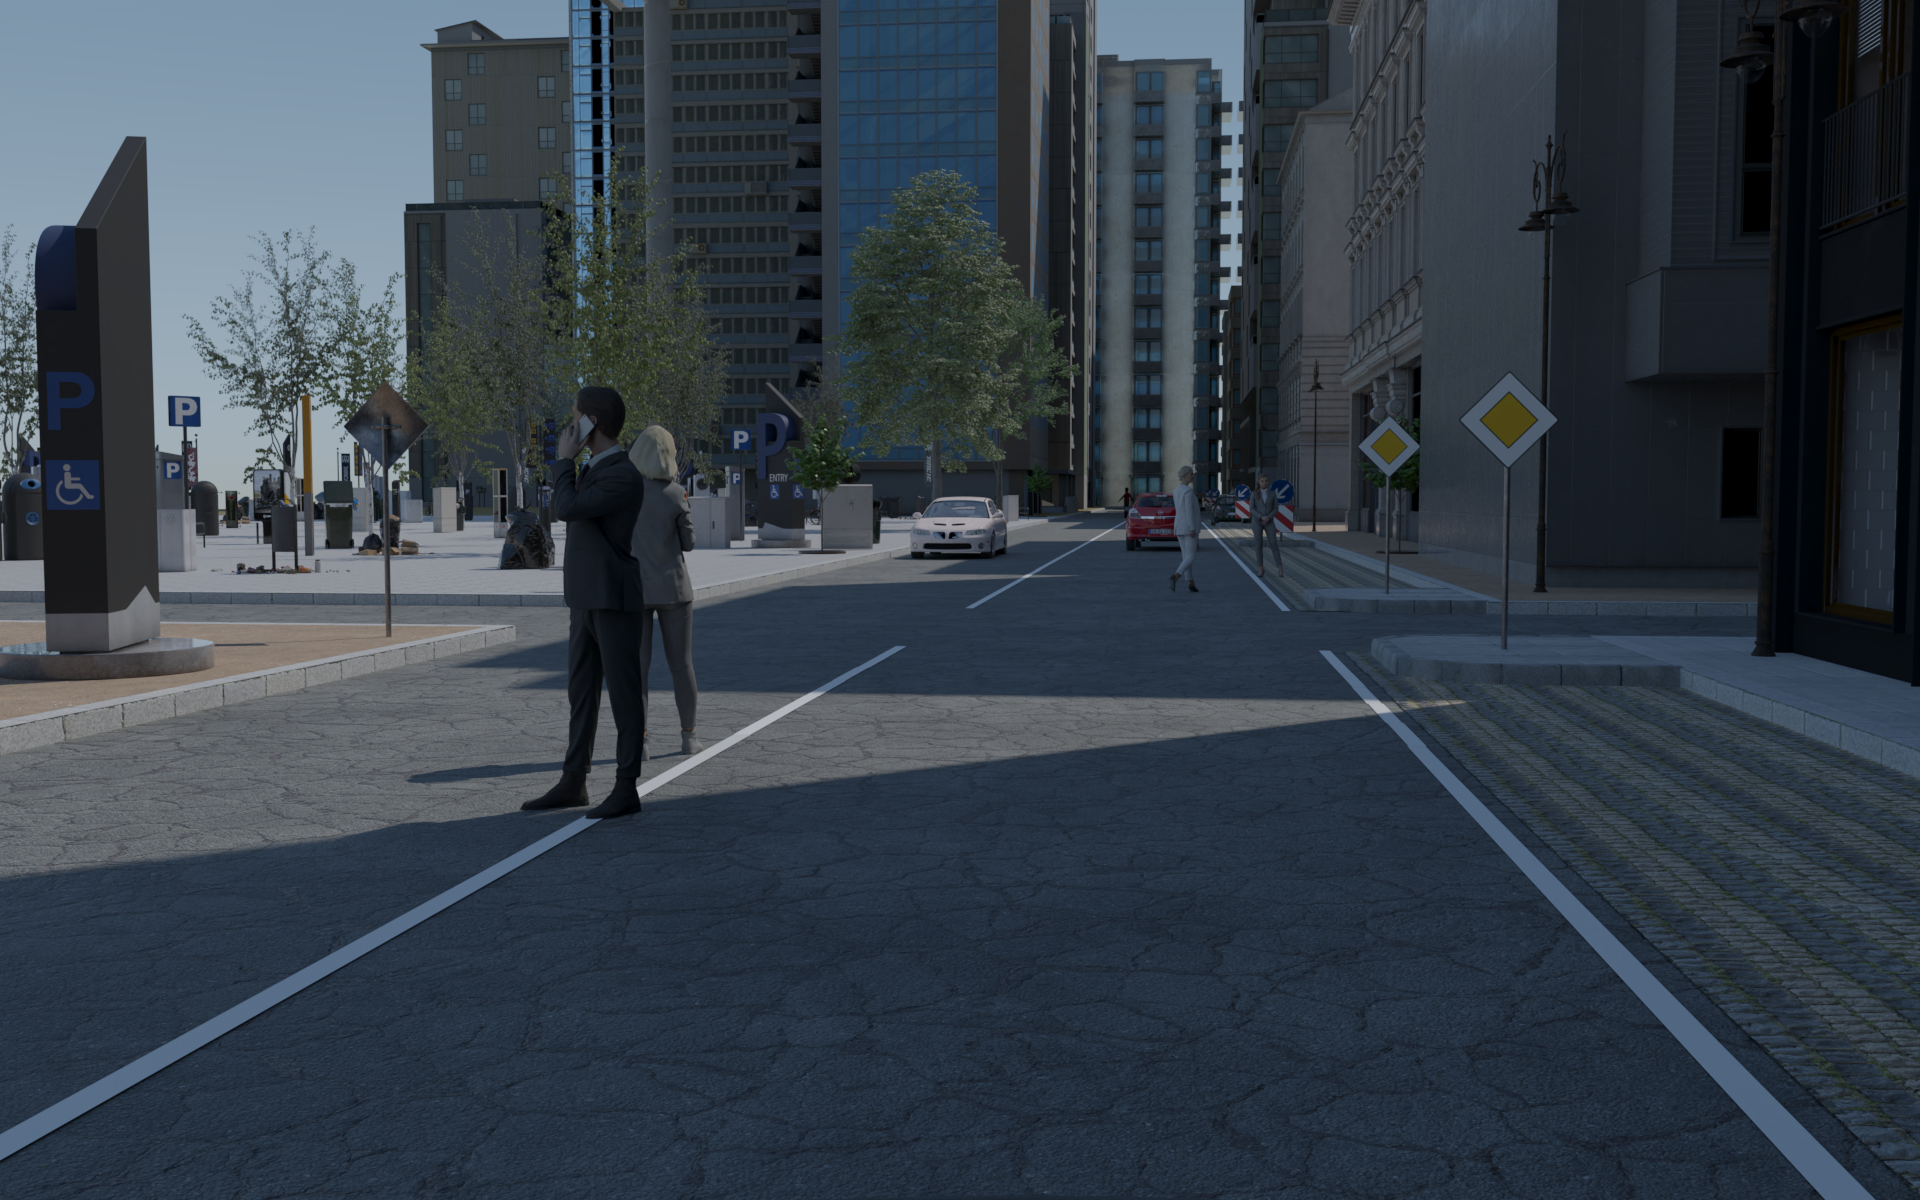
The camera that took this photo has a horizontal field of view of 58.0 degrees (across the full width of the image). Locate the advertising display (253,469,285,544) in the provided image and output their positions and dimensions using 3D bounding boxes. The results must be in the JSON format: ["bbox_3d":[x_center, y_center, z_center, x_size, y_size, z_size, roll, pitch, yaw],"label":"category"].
[{"bbox_3d":[-17.772,-2.406,44.547,0.974,1.923,0.123,2,4,25],"label":"advertising display"}]

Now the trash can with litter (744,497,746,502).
[{"bbox_3d":[-11.347,-4.624,86.653,2.233,1.210,1.678,-3,5,-41],"label":"trash can with litter"}]

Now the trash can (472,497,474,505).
[{"bbox_3d":[-25.226,-4.706,88.600,0.748,1.137,0.748,0,3,0],"label":"trash can"}]

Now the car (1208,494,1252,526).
[{"bbox_3d":[12.243,-4.184,78.199,2.009,1.686,4.222,0,4,6],"label":"car"}]

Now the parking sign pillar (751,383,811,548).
[{"bbox_3d":[-4.292,-3.243,41.487,1.447,3.967,1.447,-3,5,-45],"label":"parking sign pillar"}]

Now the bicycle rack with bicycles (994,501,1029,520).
[{"bbox_3d":[2.194,-4.420,85.656,2.852,0.926,2.925,-1,4,-14],"label":"bicycle rack with bicycles"}]

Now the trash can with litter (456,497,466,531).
[{"bbox_3d":[-17.626,-2.966,59.882,1.055,1.170,0.624,1,4,20],"label":"trash can with litter"}]

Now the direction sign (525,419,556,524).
[{"bbox_3d":[-12.588,-3.673,52.048,0.876,3.537,0.379,0,4,-7],"label":"direction sign"}]

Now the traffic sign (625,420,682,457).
[{"bbox_3d":[-4.137,-1.208,23.396,0.795,2.450,0.064,0,4,7],"label":"traffic sign"}]

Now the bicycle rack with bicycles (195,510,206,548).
[{"bbox_3d":[-18.767,-1.633,40.077,2.852,0.926,2.925,-1,4,-13],"label":"bicycle rack with bicycles"}]

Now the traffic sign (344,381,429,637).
[{"bbox_3d":[-5.121,-0.724,15.472,0.795,2.450,0.064,0,4,7],"label":"traffic sign"}]

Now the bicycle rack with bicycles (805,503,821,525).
[{"bbox_3d":[-5.572,-3.604,72.315,2.925,0.926,2.852,0,4,6],"label":"bicycle rack with bicycles"}]

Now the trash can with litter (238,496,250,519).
[{"bbox_3d":[-36.829,-4.730,88.726,0.624,1.170,1.055,2,4,25],"label":"trash can with litter"}]

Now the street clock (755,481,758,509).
[{"bbox_3d":[-11.051,-5.556,95.410,0.358,2.002,0.471,2,4,33],"label":"street clock"}]

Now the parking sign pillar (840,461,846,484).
[{"bbox_3d":[-6.707,-6.477,94.374,1.447,3.967,1.447,-1,4,-14],"label":"parking sign pillar"}]

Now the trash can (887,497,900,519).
[{"bbox_3d":[-3.482,-4.859,91.094,0.748,1.137,0.748,0,3,0],"label":"trash can"}]

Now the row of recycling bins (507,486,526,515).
[{"bbox_3d":[-22.505,-4.877,86.859,1.069,1.692,3.534,-2,4,-23],"label":"row of recycling bins"}]

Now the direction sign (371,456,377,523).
[{"bbox_3d":[-25.903,-5.156,76.297,0.379,3.537,0.876,-1,4,-21],"label":"direction sign"}]

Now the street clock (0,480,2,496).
[{"bbox_3d":[-48.114,-5.024,86.719,0.358,2.002,0.471,-2,4,-35],"label":"street clock"}]

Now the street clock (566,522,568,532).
[{"bbox_3d":[-12.632,-3.146,55.999,0.471,2.002,0.358,3,5,43],"label":"street clock"}]

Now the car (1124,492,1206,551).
[{"bbox_3d":[5.313,-2.207,45.127,2.155,1.783,4.494,1,4,9],"label":"car"}]

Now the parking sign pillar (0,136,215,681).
[{"bbox_3d":[-6.214,-1.469,12.498,1.447,3.967,1.447,-1,4,-10],"label":"parking sign pillar"}]

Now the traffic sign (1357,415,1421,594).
[{"bbox_3d":[5.481,-1.134,22.186,0.795,2.450,0.064,0,4,7],"label":"traffic sign"}]

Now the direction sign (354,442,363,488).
[{"bbox_3d":[-26.112,-5.090,75.225,0.379,3.537,0.876,0,4,2],"label":"direction sign"}]

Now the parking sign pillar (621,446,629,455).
[{"bbox_3d":[-14.760,-5.279,74.790,1.447,3.967,1.447,-2,4,-31],"label":"parking sign pillar"}]

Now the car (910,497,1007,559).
[{"bbox_3d":[0.021,-1.693,40.036,2.083,1.381,4.827,0,4,7],"label":"car"}]

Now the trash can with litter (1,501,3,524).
[{"bbox_3d":[-41.238,-3.869,74.645,0.624,1.170,1.055,3,5,41],"label":"trash can with litter"}]

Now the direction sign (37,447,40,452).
[{"bbox_3d":[-44.240,-5.630,84.040,0.876,3.537,0.379,-2,4,-25],"label":"direction sign"}]

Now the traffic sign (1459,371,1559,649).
[{"bbox_3d":[4.497,-0.649,14.261,0.795,2.450,0.064,0,4,7],"label":"traffic sign"}]

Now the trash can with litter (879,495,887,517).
[{"bbox_3d":[-4.671,-5.280,97.388,2.233,1.210,1.678,0,4,0],"label":"trash can with litter"}]

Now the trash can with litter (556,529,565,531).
[{"bbox_3d":[-13.269,-2.988,59.903,1.678,1.210,2.233,0,4,-5],"label":"trash can with litter"}]

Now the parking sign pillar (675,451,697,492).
[{"bbox_3d":[-14.642,-6.325,91.882,1.447,3.967,1.447,0,4,-2],"label":"parking sign pillar"}]

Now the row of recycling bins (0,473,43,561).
[{"bbox_3d":[-17.819,-1.638,33.899,1.069,1.692,3.534,3,5,45],"label":"row of recycling bins"}]

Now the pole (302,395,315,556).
[{"bbox_3d":[-13.503,-2.570,35.869,0.158,3.312,0.155,0,3,0],"label":"pole"}]

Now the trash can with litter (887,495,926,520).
[{"bbox_3d":[-2.356,-4.690,87.733,2.233,1.210,1.678,0,4,6],"label":"trash can with litter"}]

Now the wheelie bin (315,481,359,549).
[{"bbox_3d":[-14.643,-2.006,40.712,0.980,1.594,0.693,-2,4,-23],"label":"wheelie bin"}]

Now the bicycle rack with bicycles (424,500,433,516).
[{"bbox_3d":[-30.536,-5.226,98.819,2.852,0.926,2.925,-1,4,-17],"label":"bicycle rack with bicycles"}]

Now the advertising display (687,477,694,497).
[{"bbox_3d":[-10.109,-3.656,64.995,0.123,1.923,0.974,-1,4,-16],"label":"advertising display"}]

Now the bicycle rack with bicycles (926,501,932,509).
[{"bbox_3d":[-0.634,-4.724,90.626,2.852,0.926,2.925,0,4,5],"label":"bicycle rack with bicycles"}]

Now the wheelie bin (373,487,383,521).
[{"bbox_3d":[-27.913,-4.544,82.200,0.693,1.594,0.980,0,4,7],"label":"wheelie bin"}]

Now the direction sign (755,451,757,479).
[{"bbox_3d":[-10.373,-5.984,89.842,0.379,3.537,0.876,-3,4,-36],"label":"direction sign"}]

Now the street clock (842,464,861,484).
[{"bbox_3d":[-2.594,-2.250,41.355,0.358,2.002,0.471,-3,5,-41],"label":"street clock"}]

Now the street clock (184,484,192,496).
[{"bbox_3d":[-30.129,-3.856,67.621,0.358,2.002,0.471,2,4,35],"label":"street clock"}]

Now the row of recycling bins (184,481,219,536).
[{"bbox_3d":[-24.593,-2.817,53.179,3.534,1.692,1.069,0,4,-5],"label":"row of recycling bins"}]
